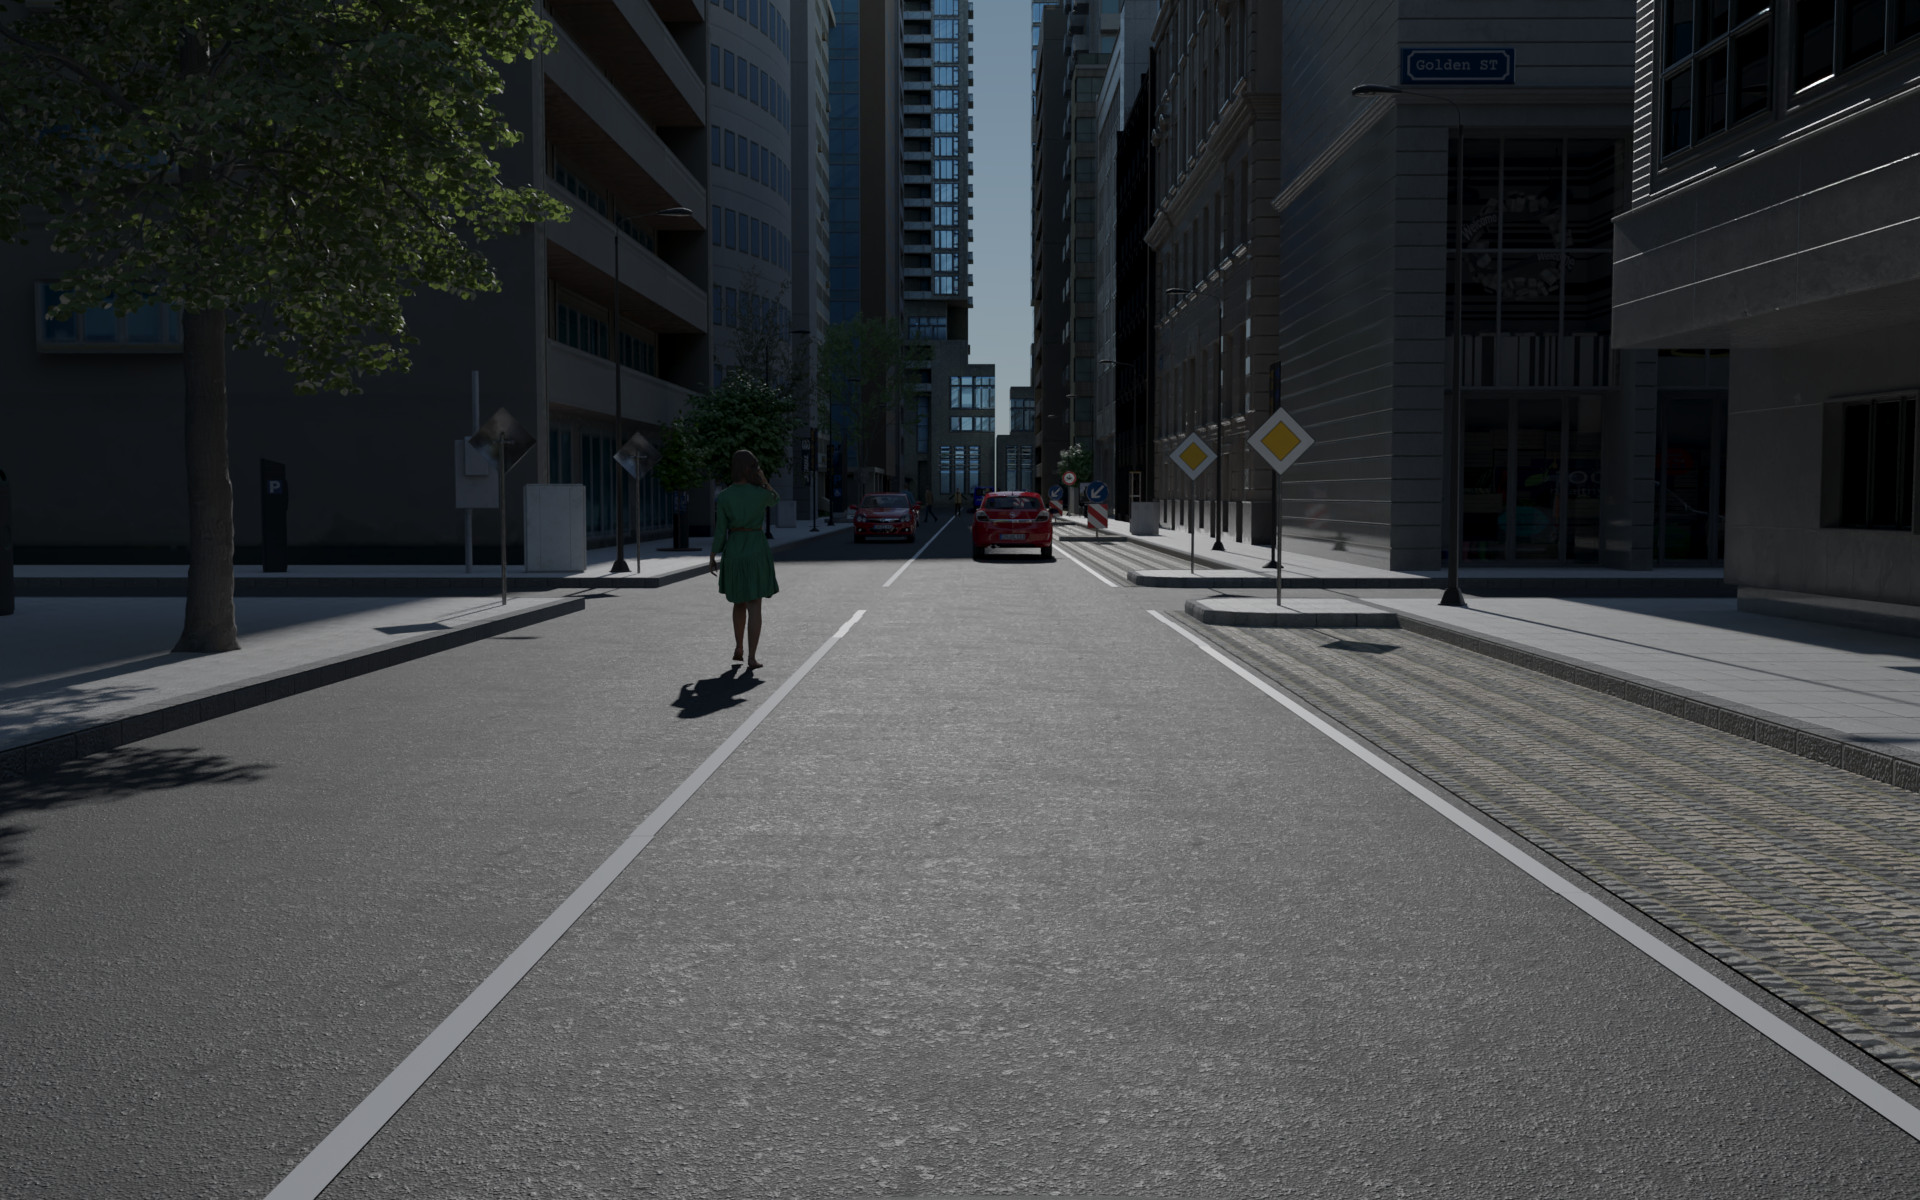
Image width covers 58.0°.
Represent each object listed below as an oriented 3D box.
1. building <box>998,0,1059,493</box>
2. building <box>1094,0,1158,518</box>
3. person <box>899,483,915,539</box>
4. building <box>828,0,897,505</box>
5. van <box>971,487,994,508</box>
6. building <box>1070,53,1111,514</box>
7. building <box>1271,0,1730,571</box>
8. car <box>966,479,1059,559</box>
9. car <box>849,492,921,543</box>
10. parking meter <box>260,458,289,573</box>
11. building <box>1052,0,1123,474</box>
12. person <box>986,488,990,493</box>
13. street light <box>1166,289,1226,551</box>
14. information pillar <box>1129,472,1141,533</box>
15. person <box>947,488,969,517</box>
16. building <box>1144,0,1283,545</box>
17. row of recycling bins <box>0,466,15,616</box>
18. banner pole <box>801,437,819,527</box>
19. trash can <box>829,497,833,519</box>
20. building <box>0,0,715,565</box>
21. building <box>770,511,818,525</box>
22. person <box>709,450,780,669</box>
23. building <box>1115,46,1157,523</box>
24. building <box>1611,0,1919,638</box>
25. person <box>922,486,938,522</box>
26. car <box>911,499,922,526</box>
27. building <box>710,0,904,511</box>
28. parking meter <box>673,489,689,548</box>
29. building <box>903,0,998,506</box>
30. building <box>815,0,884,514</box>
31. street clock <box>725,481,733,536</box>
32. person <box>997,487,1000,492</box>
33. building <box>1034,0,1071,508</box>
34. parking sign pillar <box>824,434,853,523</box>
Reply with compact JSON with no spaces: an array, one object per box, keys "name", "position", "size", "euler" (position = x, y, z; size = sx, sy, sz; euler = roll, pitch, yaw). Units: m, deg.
[{"name":"building","position":[19.638,-54.036,196.166],"size":[31.000,86.520,22.319],"euler":[0,4,1]},{"name":"building","position":[13.926,-16.819,93.009],"size":[12.078,24.808,19.932],"euler":[0,4,1]},{"name":"person","position":[-1.723,-2.822,54.988],"size":[0.601,1.785,0.444],"euler":[0,4,2]},{"name":"building","position":[-13.105,-30.452,148.002],"size":[14.600,45.320,14.200],"euler":[0,4,1]},{"name":"van","position":[2.079,-8.875,149.486],"size":[2.240,2.365,5.245],"euler":[0,3,0]},{"name":"building","position":[14.417,-21.138,117.313],"size":[14.160,30.474,14.107],"euler":[0,4,1]},{"name":"building","position":[21.940,-15.640,33.200],"size":[29.804,29.767,11.434],"euler":[0,4,1]},{"name":"car","position":[1.206,-1.877,39.729],"size":[2.155,1.783,4.494],"euler":[0,4,2]},{"name":"car","position":[-2.249,-2.641,52.214],"size":[2.155,1.783,4.494],"euler":[0,4,-1]},{"name":"parking meter","position":[-11.209,-1.384,28.342],"size":[0.399,1.863,0.255],"euler":[-2,4,-30]},{"name":"building","position":[19.792,-31.815,139.791],"size":[23.786,49.044,30.456],"euler":[0,4,1]},{"name":"person","position":[1.755,-5.563,99.679],"size":[0.699,1.804,1.509],"euler":[1,4,23]},{"name":"street light","position":[5.347,-4.084,39.310],"size":[1.470,5.913,1.316],"euler":[0,4,1]},{"name":"information pillar","position":[5.796,-3.231,57.321],"size":[0.304,2.012,0.304],"euler":[-1,4,-9]},{"name":"person","position":[-0.136,-6.185,109.722],"size":[1.348,1.812,0.705],"euler":[0,4,-3]},{"name":"building","position":[13.051,-15.743,54.658],"size":[12.463,27.353,25.104],"euler":[0,4,1]},{"name":"row of recycling bins","position":[-10.846,-0.600,16.923],"size":[1.069,1.692,3.534],"euler":[1,4,14]},{"name":"banner pole","position":[-5.840,-4.720,67.184],"size":[0.863,3.779,0.401],"euler":[-3,5,-44]},{"name":"trash can","position":[-6.472,-4.793,90.013],"size":[0.748,1.137,0.748],"euler":[0,3,0]},{"name":"building","position":[-18.126,-25.479,40.284],"size":[21.300,48.544,21.600],"euler":[0,4,1]},{"name":"building","position":[-17.885,-32.466,72.824],"size":[21.231,58.520,28.212],"euler":[0,4,1]},{"name":"person","position":[-1.786,-0.344,14.366],"size":[0.600,1.795,0.529],"euler":[0,4,-7]},{"name":"building","position":[13.565,-15.017,75.205],"size":[12.332,23.373,15.834],"euler":[0,4,1]},{"name":"building","position":[13.749,-11.275,3.415],"size":[14.314,24.678,30.058],"euler":[0,4,1]},{"name":"person","position":[-1.546,-4.871,88.044],"size":[0.836,1.842,0.656],"euler":[0,4,-2]},{"name":"car","position":[-2.728,-4.063,75.467],"size":[2.155,1.783,4.494],"euler":[0,4,1]},{"name":"building","position":[-19.584,-38.211,166.745],"size":[28.212,58.520,21.231],"euler":[0,4,1]},{"name":"parking meter","position":[-6.654,-2.009,41.265],"size":[0.372,1.533,0.369],"euler":[0,3,0]},{"name":"building","position":[-11.558,-54.089,197.029],"size":[31.000,86.520,22.319],"euler":[0,4,1]},{"name":"building","position":[-21.471,-25.879,115.000],"size":[32.217,40.220,23.993],"euler":[0,4,1]},{"name":"street clock","position":[-6.864,-2.900,51.986],"size":[0.471,2.002,0.358],"euler":[-2,4,-26]},{"name":"person","position":[2.226,-5.691,101.539],"size":[0.794,1.824,0.713],"euler":[2,4,25]},{"name":"building","position":[18.207,-33.203,166.575],"size":[21.300,48.544,21.600],"euler":[0,4,1]},{"name":"parking sign pillar","position":[-5.343,-5.429,77.234],"size":[1.447,3.967,1.447],"euler":[0,4,7]}]
